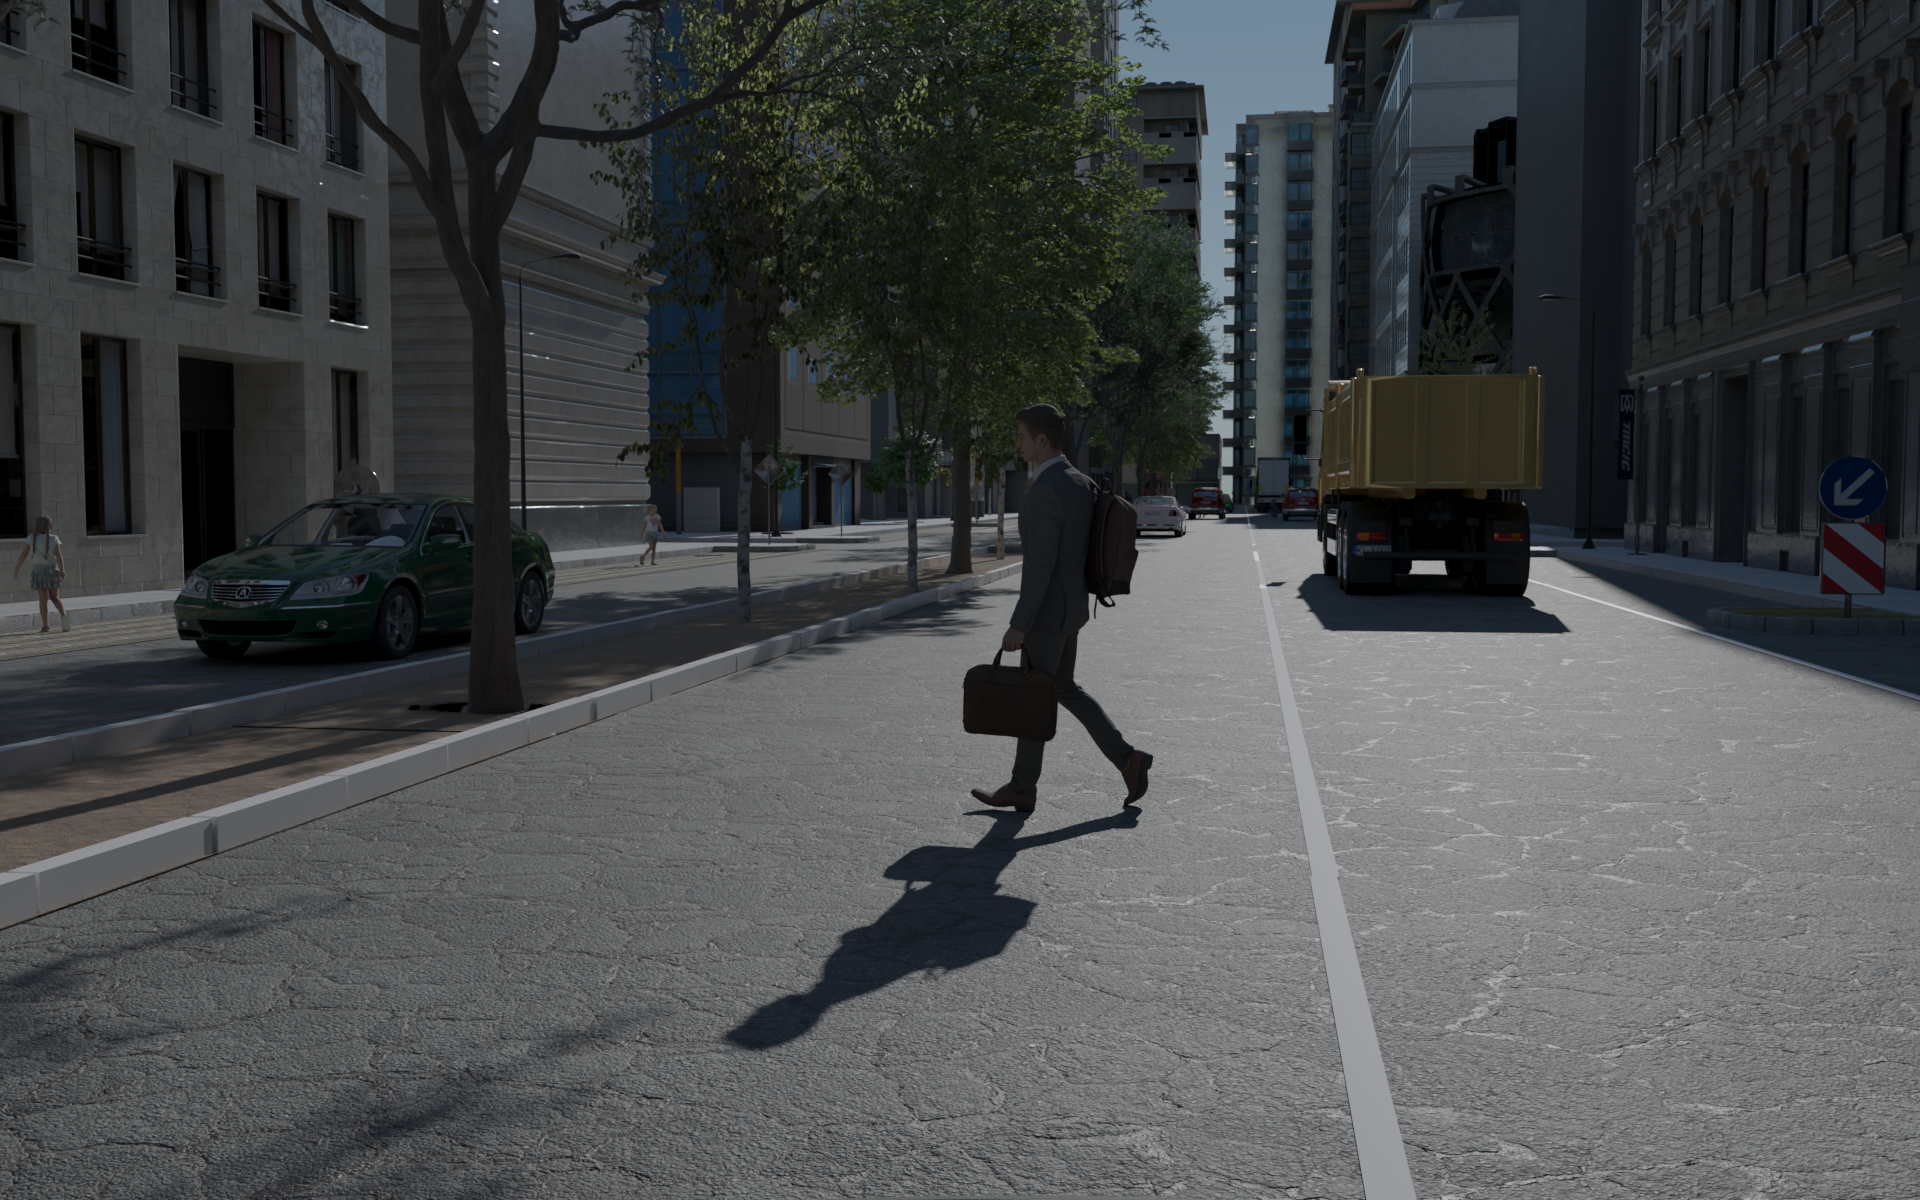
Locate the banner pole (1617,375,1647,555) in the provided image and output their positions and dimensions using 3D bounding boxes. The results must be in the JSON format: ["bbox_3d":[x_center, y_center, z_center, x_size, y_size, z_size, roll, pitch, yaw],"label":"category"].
[{"bbox_3d":[14.123,-2.839,36.441,0.863,3.779,0.401,-2,4,-27],"label":"banner pole"}]

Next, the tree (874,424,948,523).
[{"bbox_3d":[-2.230,-5.773,78.109,4.285,4.588,4.351,0,3,0],"label":"tree"}]

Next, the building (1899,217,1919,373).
[{"bbox_3d":[16.497,-11.442,6.150,14.314,24.678,30.058,1,4,9],"label":"building"}]

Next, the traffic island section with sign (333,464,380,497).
[{"bbox_3d":[-8.020,-0.833,22.245,1.989,1.847,2.006,1,4,9],"label":"traffic island section with sign"}]

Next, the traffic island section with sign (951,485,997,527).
[{"bbox_3d":[0.741,-4.112,75.863,1.989,1.847,2.006,1,4,9],"label":"traffic island section with sign"}]

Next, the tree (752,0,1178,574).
[{"bbox_3d":[-0.021,-6.769,31.250,7.486,12.596,7.792,0,3,0],"label":"tree"}]

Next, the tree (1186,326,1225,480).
[{"bbox_3d":[10.373,-10.594,93.804,7.486,12.596,7.792,0,3,0],"label":"tree"}]

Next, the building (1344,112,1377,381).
[{"bbox_3d":[36.717,-22.117,133.315,14.160,30.474,14.107,1,4,9],"label":"building"}]

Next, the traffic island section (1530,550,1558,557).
[{"bbox_3d":[12.816,-1.137,40.873,2.009,0.180,2.903,1,4,9],"label":"traffic island section"}]

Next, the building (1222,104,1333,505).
[{"bbox_3d":[48.184,-36.421,215.086,30.456,49.044,23.786,1,4,9],"label":"building"}]

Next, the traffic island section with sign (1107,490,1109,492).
[{"bbox_3d":[13.272,-8.800,152.511,1.989,1.847,2.006,1,4,9],"label":"traffic island section with sign"}]

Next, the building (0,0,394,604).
[{"bbox_3d":[-16.117,-10.201,21.541,10.420,20.320,16.860,1,4,9],"label":"building"}]

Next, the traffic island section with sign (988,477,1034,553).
[{"bbox_3d":[1.817,-2.127,42.906,2.006,1.907,1.989,1,4,9],"label":"traffic island section with sign"}]

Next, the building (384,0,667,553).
[{"bbox_3d":[-17.785,-12.950,40.605,19.941,23.489,11.050,1,4,9],"label":"building"}]

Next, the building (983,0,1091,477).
[{"bbox_3d":[3.595,-30.477,148.410,14.600,45.320,14.200,1,4,9],"label":"building"}]

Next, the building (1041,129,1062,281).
[{"bbox_3d":[0.130,-22.165,134.091,14.160,30.474,14.107,1,4,9],"label":"building"}]

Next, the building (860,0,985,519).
[{"bbox_3d":[-6.614,-25.100,93.976,14.154,41.232,14.086,1,4,9],"label":"building"}]

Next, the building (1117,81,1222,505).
[{"bbox_3d":[19.864,-38.774,223.199,27.495,52.752,28.713,1,4,9],"label":"building"}]

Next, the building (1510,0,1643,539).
[{"bbox_3d":[30.197,-15.821,52.177,24.014,27.812,14.314,1,4,9],"label":"building"}]

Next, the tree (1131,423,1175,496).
[{"bbox_3d":[11.573,-9.066,101.055,4.360,8.622,3.978,0,3,0],"label":"tree"}]

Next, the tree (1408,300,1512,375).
[{"bbox_3d":[19.360,-7.126,66.879,4.737,8.622,4.395,0,3,0],"label":"tree"}]

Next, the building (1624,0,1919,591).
[{"bbox_3d":[18.716,-11.082,30.337,9.793,20.994,18.267,1,4,9],"label":"building"}]

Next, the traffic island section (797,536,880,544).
[{"bbox_3d":[-3.553,-1.795,51.633,2.009,0.180,2.903,1,4,9],"label":"traffic island section"}]

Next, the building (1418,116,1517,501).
[{"bbox_3d":[30.735,-13.217,83.555,16.820,18.784,16.811,1,4,9],"label":"building"}]

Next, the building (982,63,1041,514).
[{"bbox_3d":[-2.619,-21.058,116.001,14.160,30.474,14.107,1,4,9],"label":"building"}]

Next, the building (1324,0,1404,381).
[{"bbox_3d":[53.048,-36.184,180.844,28.713,52.752,27.495,1,4,9],"label":"building"}]

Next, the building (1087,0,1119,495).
[{"bbox_3d":[6.499,-46.025,190.757,20.611,71.187,20.563,1,4,9],"label":"building"}]

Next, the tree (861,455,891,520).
[{"bbox_3d":[-4.211,-5.603,86.202,1.663,3.219,1.824,0,3,0],"label":"tree"}]

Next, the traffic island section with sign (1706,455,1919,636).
[{"bbox_3d":[9.185,-0.608,18.572,1.989,1.847,2.006,1,4,9],"label":"traffic island section with sign"}]

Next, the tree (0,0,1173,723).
[{"bbox_3d":[-3.041,-5.993,10.809,12.009,13.543,11.850,0,3,0],"label":"tree"}]

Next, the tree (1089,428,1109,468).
[{"bbox_3d":[13.729,-13.973,178.819,4.737,8.622,4.395,0,3,0],"label":"tree"}]

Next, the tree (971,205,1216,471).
[{"bbox_3d":[3.760,-7.157,53.881,8.767,10.594,7.601,1,4,9],"label":"tree"}]

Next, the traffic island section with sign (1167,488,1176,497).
[{"bbox_3d":[15.128,-7.109,124.375,2.006,1.907,1.989,1,4,9],"label":"traffic island section with sign"}]

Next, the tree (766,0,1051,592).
[{"bbox_3d":[-0.688,-4.396,24.686,4.737,8.622,4.395,0,3,0],"label":"tree"}]

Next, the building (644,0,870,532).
[{"bbox_3d":[-11.677,-25.372,64.943,14.600,45.320,14.200,1,4,9],"label":"building"}]

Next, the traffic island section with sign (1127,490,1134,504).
[{"bbox_3d":[17.795,-10.495,180.214,1.989,1.847,2.006,1,4,9],"label":"traffic island section with sign"}]

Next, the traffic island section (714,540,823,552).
[{"bbox_3d":[-4.841,-1.313,43.752,2.009,0.180,2.903,1,4,9],"label":"traffic island section"}]

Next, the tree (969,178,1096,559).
[{"bbox_3d":[0.912,-5.196,37.776,4.360,8.622,3.978,0,3,0],"label":"tree"}]

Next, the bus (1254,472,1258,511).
[{"bbox_3d":[27.188,-9.787,151.559,2.896,3.916,12.252,1,4,10],"label":"bus"}]

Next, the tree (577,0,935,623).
[{"bbox_3d":[-2.374,-4.062,19.228,4.360,8.622,3.978,0,3,0],"label":"tree"}]

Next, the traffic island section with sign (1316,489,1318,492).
[{"bbox_3d":[30.522,-8.597,149.181,1.989,1.847,2.006,1,4,9],"label":"traffic island section with sign"}]

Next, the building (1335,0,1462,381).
[{"bbox_3d":[44.997,-30.503,153.347,22.147,44.769,28.867,1,4,9],"label":"building"}]

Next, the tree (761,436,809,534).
[{"bbox_3d":[-5.920,-3.719,55.412,1.663,3.219,1.824,0,3,0],"label":"tree"}]

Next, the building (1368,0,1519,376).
[{"bbox_3d":[31.796,-20.130,106.618,11.434,29.767,29.804,1,4,9],"label":"building"}]

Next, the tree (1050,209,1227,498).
[{"bbox_3d":[5.817,-8.212,62.478,9.928,11.665,9.643,0,3,0],"label":"tree"}]
